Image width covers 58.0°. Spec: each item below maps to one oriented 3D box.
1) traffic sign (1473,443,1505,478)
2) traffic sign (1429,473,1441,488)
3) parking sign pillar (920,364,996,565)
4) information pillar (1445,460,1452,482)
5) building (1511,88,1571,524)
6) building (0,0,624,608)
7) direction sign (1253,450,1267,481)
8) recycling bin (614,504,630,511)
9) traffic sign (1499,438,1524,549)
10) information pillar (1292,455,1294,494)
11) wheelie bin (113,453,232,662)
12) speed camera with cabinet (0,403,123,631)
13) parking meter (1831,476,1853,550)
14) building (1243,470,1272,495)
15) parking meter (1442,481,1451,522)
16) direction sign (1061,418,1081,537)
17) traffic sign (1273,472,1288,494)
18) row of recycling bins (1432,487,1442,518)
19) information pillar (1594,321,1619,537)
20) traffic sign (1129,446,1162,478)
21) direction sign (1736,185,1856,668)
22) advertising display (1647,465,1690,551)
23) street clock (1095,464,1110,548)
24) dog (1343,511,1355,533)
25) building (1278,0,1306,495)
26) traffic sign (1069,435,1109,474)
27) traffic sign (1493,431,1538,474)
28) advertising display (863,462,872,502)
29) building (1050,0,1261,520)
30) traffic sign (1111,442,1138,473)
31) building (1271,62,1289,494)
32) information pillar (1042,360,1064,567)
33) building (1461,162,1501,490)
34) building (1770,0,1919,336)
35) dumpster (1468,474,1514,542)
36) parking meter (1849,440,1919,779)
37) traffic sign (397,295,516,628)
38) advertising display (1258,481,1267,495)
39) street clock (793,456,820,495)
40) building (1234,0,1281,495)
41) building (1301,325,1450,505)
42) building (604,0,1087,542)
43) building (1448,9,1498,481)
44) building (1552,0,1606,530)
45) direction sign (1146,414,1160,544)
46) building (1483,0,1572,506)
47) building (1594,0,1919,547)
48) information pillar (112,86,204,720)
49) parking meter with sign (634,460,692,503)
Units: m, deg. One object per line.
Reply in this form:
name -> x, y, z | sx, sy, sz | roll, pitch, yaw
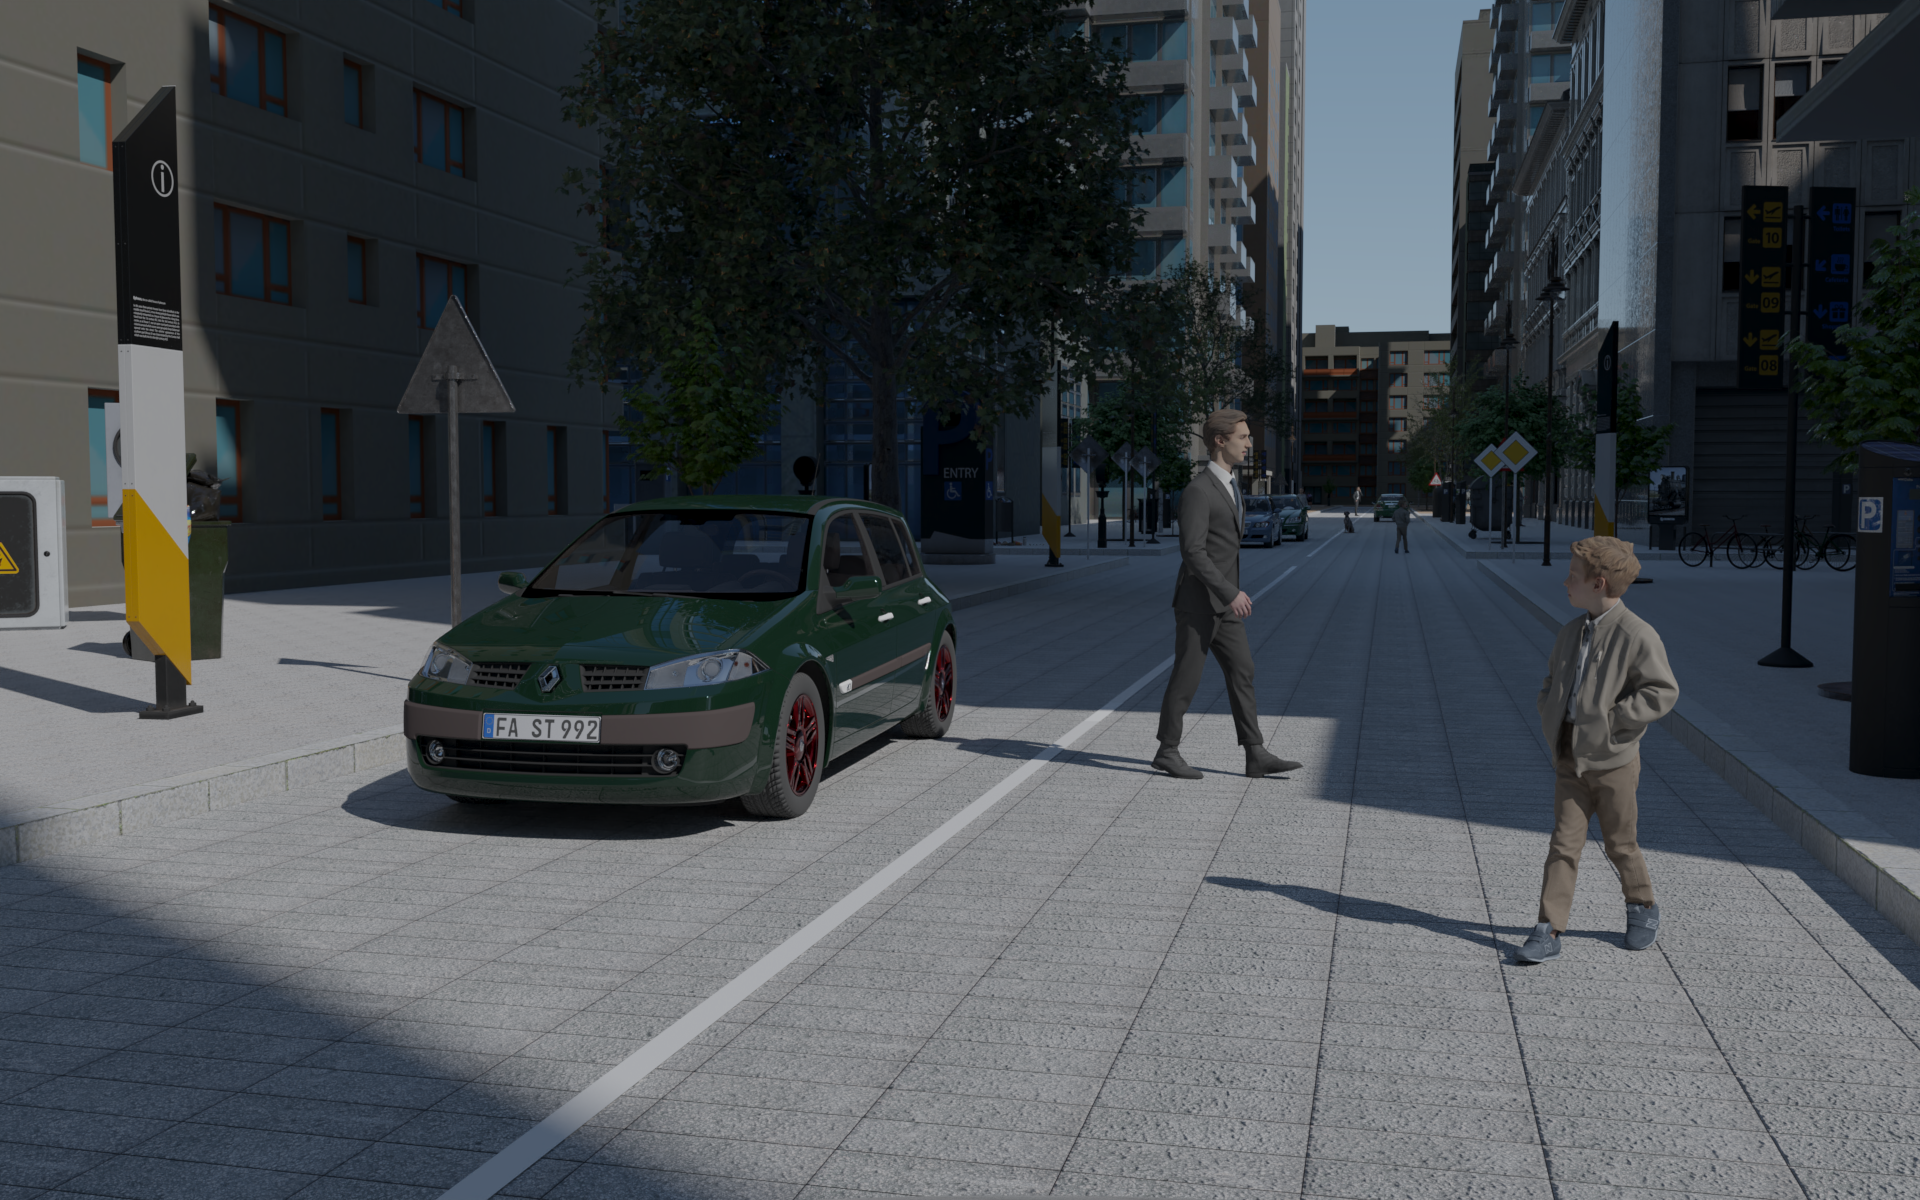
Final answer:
traffic sign -> 12.180, -2.294, 39.692 | 0.795, 2.593, 0.064 | 1, 4, 14
traffic sign -> 28.707, -6.387, 104.437 | 0.884, 2.594, 0.081 | 1, 4, 16
parking sign pillar -> -0.056, -2.658, 31.935 | 1.447, 3.967, 1.447 | 2, 4, 23
information pillar -> 31.328, -7.313, 110.916 | 0.504, 3.616, 0.183 | 2, 4, 24
building -> 34.455, -14.682, 90.963 | 10.553, 20.767, 40.483 | 1, 4, 14
building -> -23.847, -10.886, 23.028 | 28.899, 21.520, 27.650 | 1, 4, 14
direction sign -> 15.437, -5.947, 89.237 | 0.379, 3.537, 0.876 | -3, 5, -39
recycling bin -> -8.453, -1.940, 44.267 | 0.722, 1.027, 0.722 | 0, 4, -8
traffic sign -> 12.573, -2.450, 40.069 | 0.884, 2.594, 0.081 | 1, 4, 19
information pillar -> 20.056, -6.918, 104.465 | 0.183, 3.616, 0.504 | 1, 4, 13
wheelie bin -> -6.115, -0.341, 13.488 | 0.980, 1.594, 0.693 | 3, 5, 39
speed camera with cabinet -> -8.537, -1.358, 16.543 | 2.038, 3.252, 0.660 | -2, 4, -23
parking meter -> 20.390, -2.099, 40.036 | 0.399, 1.863, 0.255 | -1, 4, -16
building -> 6.974, -26.817, 130.336 | 32.217, 40.220, 23.993 | 1, 4, 14
parking meter -> 22.350, -4.517, 79.561 | 0.399, 1.863, 0.255 | 3, 5, 42
direction sign -> 3.297, -3.667, 51.959 | 0.876, 3.537, 0.379 | -3, 5, -41
traffic sign -> 18.793, -6.220, 101.701 | 0.884, 2.594, 0.081 | 1, 4, 20
row of recycling bins -> 26.701, -5.419, 95.713 | 1.069, 1.692, 3.534 | 1, 4, 23
information pillar -> 8.844, -1.979, 23.705 | 0.183, 3.616, 0.504 | 0, 4, -3
traffic sign -> 4.427, -2.413, 41.635 | 0.795, 2.593, 0.064 | 1, 4, 14
direction sign -> 6.171, -1.275, 12.844 | 0.876, 3.537, 0.379 | 0, 4, -6
advertising display -> 16.136, -2.095, 39.467 | 0.123, 1.923, 0.974 | -2, 4, -35
street clock -> 3.383, -2.237, 41.150 | 0.358, 2.002, 0.471 | 1, 4, 19
dog -> 14.378, -2.855, 63.523 | 0.800, 0.831, 0.513 | -1, 4, -11
building -> 24.347, -45.197, 177.218 | 20.611, 71.187, 20.563 | 1, 4, 14
traffic sign -> 2.499, -1.939, 33.885 | 0.795, 2.593, 0.064 | 1, 4, 14
traffic sign -> 10.253, -1.820, 31.942 | 0.795, 2.593, 0.064 | 1, 4, 14
advertising display -> -1.690, -1.854, 35.519 | 0.123, 1.923, 0.974 | 2, 4, 26
building -> 5.034, -29.296, 98.595 | 23.786, 49.044, 30.456 | 1, 4, 14
traffic sign -> 4.153, -2.672, 43.425 | 0.795, 2.593, 0.064 | 1, 4, 18
building -> 22.844, -29.195, 160.927 | 14.154, 41.232, 14.086 | 1, 4, 14
information pillar -> 1.619, -2.393, 30.487 | 0.183, 3.616, 0.504 | -2, 4, -31
building -> 51.477, -23.274, 152.225 | 14.160, 30.474, 14.107 | 1, 4, 14
building -> 22.489, -25.742, 10.115 | 28.713, 52.752, 27.495 | 1, 4, 14
dumpster -> 15.243, -2.685, 49.664 | 1.264, 1.857, 1.865 | 1, 4, 14
parking meter -> 4.299, 0.030, 7.921 | 0.372, 1.533, 0.369 | 0, 3, 0
traffic sign -> -3.316, -0.695, 11.362 | 0.884, 2.594, 0.081 | 1, 4, 17
advertising display -> 14.613, -4.799, 83.677 | 0.123, 1.923, 0.974 | -1, 4, -9
street clock -> -2.912, -1.735, 32.937 | 0.471, 2.002, 0.358 | 1, 4, 20
building -> 19.493, -30.375, 146.750 | 14.600, 45.320, 14.200 | 1, 4, 14
building -> 45.613, -22.446, 212.023 | 28.899, 21.520, 27.650 | 1, 4, 14
building -> -7.054, -45.746, 60.617 | 22.319, 86.520, 31.000 | 1, 4, 14
building -> 59.373, -33.354, 169.035 | 21.300, 48.544, 21.600 | 1, 4, 14
building -> 27.402, -14.200, 61.041 | 11.050, 23.489, 19.941 | 1, 4, 14
direction sign -> 4.999, -3.225, 44.734 | 0.379, 3.537, 0.876 | 0, 4, -2
building -> 51.172, -31.144, 128.818 | 23.786, 49.044, 30.456 | 1, 4, 14
building -> 27.820, -13.862, 44.668 | 19.932, 24.808, 12.078 | 1, 4, 14
information pillar -> -4.571, -1.130, 9.823 | 0.183, 3.616, 0.504 | 1, 4, 9
parking meter with sign -> -6.513, -2.476, 36.738 | 1.738, 3.016, 0.543 | 1, 4, 10
